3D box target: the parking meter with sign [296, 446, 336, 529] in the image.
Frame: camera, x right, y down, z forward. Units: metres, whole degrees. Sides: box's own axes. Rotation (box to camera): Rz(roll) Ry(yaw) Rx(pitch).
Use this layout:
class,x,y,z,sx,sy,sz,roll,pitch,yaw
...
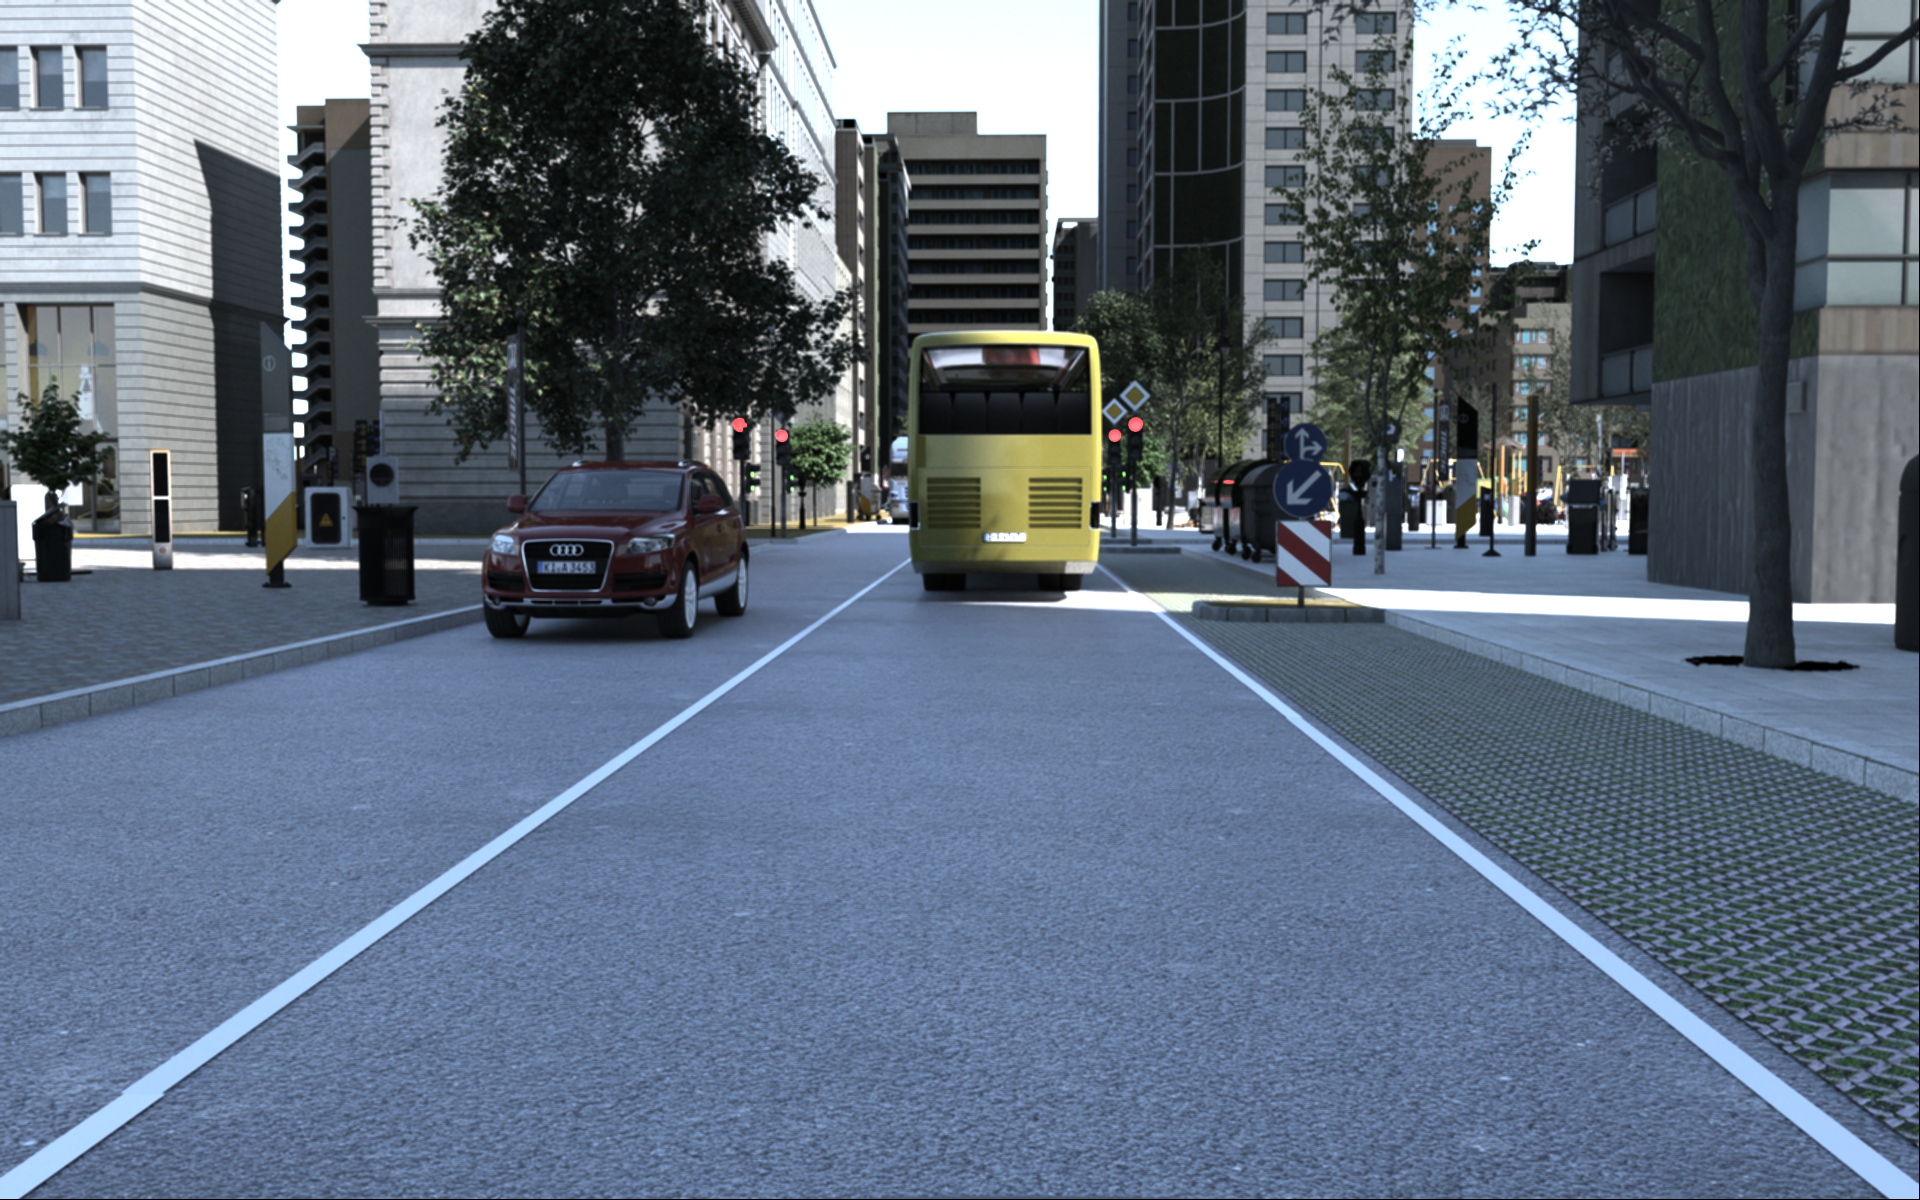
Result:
class,x,y,z,sx,sy,sz,roll,pitch,yaw
parking meter with sign,-23.826,-4.119,63.601,1.738,3.016,0.543,1,4,9

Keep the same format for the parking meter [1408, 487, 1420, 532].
class,x,y,z,sx,sy,sz,roll,pitch,yaw
parking meter,15.556,-3.115,59.346,0.372,1.533,0.369,0,3,0

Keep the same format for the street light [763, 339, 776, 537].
class,x,y,z,sx,sy,sz,roll,pitch,yaw
street light,-5.595,-4.828,51.725,0.468,5.910,1.993,0,4,1

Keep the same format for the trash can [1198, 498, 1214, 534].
class,x,y,z,sx,sy,sz,roll,pitch,yaw
trash can,8.013,-2.705,55.880,0.748,1.137,0.748,0,3,0

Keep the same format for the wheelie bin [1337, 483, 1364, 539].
class,x,y,z,sx,sy,sz,roll,pitch,yaw
wheelie bin,11.278,-2.579,50.073,0.693,1.594,0.980,2,4,23

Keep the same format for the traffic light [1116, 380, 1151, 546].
class,x,y,z,sx,sy,sz,roll,pitch,yaw
traffic light,4.278,-3.287,42.657,0.839,4.253,0.868,0,4,1

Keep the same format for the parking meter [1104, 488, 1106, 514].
class,x,y,z,sx,sy,sz,roll,pitch,yaw
parking meter,9.628,-6.589,113.435,0.255,1.863,0.399,2,4,30

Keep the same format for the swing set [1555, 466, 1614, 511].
class,x,y,z,sx,sy,sz,roll,pitch,yaw
swing set,34.968,-6.049,96.524,3.119,2.851,2.862,2,4,29

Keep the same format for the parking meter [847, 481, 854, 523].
class,x,y,z,sx,sy,sz,roll,pitch,yaw
parking meter,-4.856,-4.353,76.878,0.255,1.863,0.399,1,4,11

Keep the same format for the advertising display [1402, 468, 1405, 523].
class,x,y,z,sx,sy,sz,roll,pitch,yaw
advertising display,10.544,-2.244,41.898,0.123,1.923,0.974,2,4,31

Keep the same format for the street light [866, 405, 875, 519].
class,x,y,z,sx,sy,sz,roll,pitch,yaw
street light,-4.639,-7.144,89.599,0.468,5.910,1.993,0,4,1

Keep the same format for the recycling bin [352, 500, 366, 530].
class,x,y,z,sx,sy,sz,roll,pitch,yaw
recycling bin,-22.067,-3.063,62.640,0.722,1.027,0.722,0,4,-4

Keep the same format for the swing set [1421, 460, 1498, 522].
class,x,y,z,sx,sy,sz,roll,pitch,yaw
swing set,22.530,-5.004,79.429,3.119,2.851,2.862,-2,4,-30

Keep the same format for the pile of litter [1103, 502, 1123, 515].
class,x,y,z,sx,sy,sz,roll,pitch,yaw
pile of litter,9.552,-5.738,107.776,1.176,0.858,1.719,-1,4,-15

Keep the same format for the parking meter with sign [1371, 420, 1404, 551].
class,x,y,z,sx,sy,sz,roll,pitch,yaw
parking meter with sign,9.957,-2.677,40.023,0.543,3.016,1.738,0,4,7

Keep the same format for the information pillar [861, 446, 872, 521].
class,x,y,z,sx,sy,sz,roll,pitch,yaw
information pillar,-4.514,-5.610,83.077,0.504,3.616,0.183,-1,4,-22

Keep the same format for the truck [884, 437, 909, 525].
class,x,y,z,sx,sy,sz,roll,pitch,yaw
truck,-1.615,-5.993,87.747,2.967,4.110,18.799,0,4,3

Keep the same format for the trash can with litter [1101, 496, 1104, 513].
class,x,y,z,sx,sy,sz,roll,pitch,yaw
trash can with litter,9.515,-6.341,115.056,0.624,1.170,1.055,-2,4,-33

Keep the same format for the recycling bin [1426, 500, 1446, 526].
class,x,y,z,sx,sy,sz,roll,pitch,yaw
recycling bin,18.980,-3.456,69.056,0.722,1.027,0.722,1,4,19

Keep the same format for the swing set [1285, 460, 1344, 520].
class,x,y,z,sx,sy,sz,roll,pitch,yaw
swing set,18.533,-5.518,87.838,2.862,2.851,3.119,3,4,36

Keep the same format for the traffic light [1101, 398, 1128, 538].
class,x,y,z,sx,sy,sz,roll,pitch,yaw
traffic light,4.484,-3.775,50.640,0.839,4.253,0.868,0,4,1

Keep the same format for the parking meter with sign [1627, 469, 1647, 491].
class,x,y,z,sx,sy,sz,roll,pitch,yaw
parking meter with sign,47.036,-7.639,121.162,1.738,3.016,0.543,0,4,-7

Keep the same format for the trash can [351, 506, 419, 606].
class,x,y,z,sx,sy,sz,roll,pitch,yaw
trash can,-6.617,-0.510,19.987,0.748,1.137,0.748,0,3,0

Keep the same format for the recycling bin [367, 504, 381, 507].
class,x,y,z,sx,sy,sz,roll,pitch,yaw
recycling bin,-25.088,-3.756,73.968,0.722,1.027,0.722,2,4,33

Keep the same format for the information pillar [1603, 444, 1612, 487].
class,x,y,z,sx,sy,sz,roll,pitch,yaw
information pillar,30.447,-5.517,81.553,0.183,3.616,0.504,-1,4,-20

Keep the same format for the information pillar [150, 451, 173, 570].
class,x,y,z,sx,sy,sz,roll,pitch,yaw
information pillar,-13.564,-1.524,29.413,0.304,2.012,0.304,-2,4,-26

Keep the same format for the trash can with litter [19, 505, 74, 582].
class,x,y,z,sx,sy,sz,roll,pitch,yaw
trash can with litter,-13.501,-0.848,25.257,1.055,1.170,0.624,-2,4,-26

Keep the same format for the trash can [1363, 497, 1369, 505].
class,x,y,z,sx,sy,sz,roll,pitch,yaw
trash can,18.592,-4.178,79.967,0.748,1.137,0.748,0,3,0

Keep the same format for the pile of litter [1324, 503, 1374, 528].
class,x,y,z,sx,sy,sz,roll,pitch,yaw
pile of litter,14.890,-3.163,65.687,1.719,0.858,1.176,2,4,30

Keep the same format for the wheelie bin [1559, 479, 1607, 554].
class,x,y,z,sx,sy,sz,roll,pitch,yaw
wheelie bin,13.319,-1.780,37.018,0.980,1.594,0.693,2,4,28

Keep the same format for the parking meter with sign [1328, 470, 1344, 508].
class,x,y,z,sx,sy,sz,roll,pitch,yaw
parking meter with sign,26.232,-7.511,119.059,1.738,3.016,0.543,2,4,24

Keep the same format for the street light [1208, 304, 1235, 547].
class,x,y,z,sx,sy,sz,roll,pitch,yaw
street light,6.355,-4.248,42.240,0.468,5.910,1.993,0,4,1

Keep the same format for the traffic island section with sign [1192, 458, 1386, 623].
class,x,y,z,sx,sy,sz,roll,pitch,yaw
traffic island section with sign,3.742,-0.702,20.098,1.989,1.847,2.006,0,4,1

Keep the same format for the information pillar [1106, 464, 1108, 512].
class,x,y,z,sx,sy,sz,roll,pitch,yaw
information pillar,9.491,-7.233,109.619,0.504,3.616,0.183,-1,4,-18

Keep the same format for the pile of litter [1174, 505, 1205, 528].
class,x,y,z,sx,sy,sz,roll,pitch,yaw
pile of litter,8.740,-3.183,66.002,1.176,0.858,1.719,0,4,1

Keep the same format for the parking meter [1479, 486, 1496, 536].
class,x,y,z,sx,sy,sz,roll,pitch,yaw
parking meter,16.005,-2.708,52.679,0.372,1.533,0.369,0,3,0

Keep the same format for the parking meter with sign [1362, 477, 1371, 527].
class,x,y,z,sx,sy,sz,roll,pitch,yaw
parking meter with sign,16.463,-4.388,67.999,1.738,3.016,0.543,3,5,39

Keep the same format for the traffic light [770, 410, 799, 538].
class,x,y,z,sx,sy,sz,roll,pitch,yaw
traffic light,-5.174,-3.789,50.872,0.839,4.253,0.868,0,4,1

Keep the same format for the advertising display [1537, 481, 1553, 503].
class,x,y,z,sx,sy,sz,roll,pitch,yaw
advertising display,29.715,-5.081,88.288,0.974,1.923,0.123,0,4,-1

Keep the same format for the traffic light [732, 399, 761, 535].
class,x,y,z,sx,sy,sz,roll,pitch,yaw
traffic light,-5.380,-3.301,42.890,0.839,4.253,0.868,0,4,1

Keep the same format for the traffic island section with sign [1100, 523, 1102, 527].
class,x,y,z,sx,sy,sz,roll,pitch,yaw
traffic island section with sign,5.165,-4.081,75.347,1.989,1.847,2.006,0,4,1

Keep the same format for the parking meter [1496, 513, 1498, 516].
class,x,y,z,sx,sy,sz,roll,pitch,yaw
parking meter,28.143,-5.084,91.542,0.372,1.533,0.369,0,3,0

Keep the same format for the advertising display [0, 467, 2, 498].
class,x,y,z,sx,sy,sz,roll,pitch,yaw
advertising display,-21.045,-1.972,37.456,0.974,1.923,0.123,2,4,32

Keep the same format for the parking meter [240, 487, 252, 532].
class,x,y,z,sx,sy,sz,roll,pitch,yaw
parking meter,-24.114,-3.064,58.506,0.372,1.533,0.369,0,3,0

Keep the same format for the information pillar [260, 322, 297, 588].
class,x,y,z,sx,sy,sz,roll,pitch,yaw
information pillar,-9.303,-1.975,23.640,0.504,3.616,0.183,1,4,21

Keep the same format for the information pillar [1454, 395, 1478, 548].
class,x,y,z,sx,sy,sz,roll,pitch,yaw
information pillar,11.936,-3.027,40.847,0.504,3.616,0.183,1,4,15

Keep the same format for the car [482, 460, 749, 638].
class,x,y,z,sx,sy,sz,roll,pitch,yaw
car,-3.615,-0.628,18.943,2.281,1.827,5.304,0,4,2
